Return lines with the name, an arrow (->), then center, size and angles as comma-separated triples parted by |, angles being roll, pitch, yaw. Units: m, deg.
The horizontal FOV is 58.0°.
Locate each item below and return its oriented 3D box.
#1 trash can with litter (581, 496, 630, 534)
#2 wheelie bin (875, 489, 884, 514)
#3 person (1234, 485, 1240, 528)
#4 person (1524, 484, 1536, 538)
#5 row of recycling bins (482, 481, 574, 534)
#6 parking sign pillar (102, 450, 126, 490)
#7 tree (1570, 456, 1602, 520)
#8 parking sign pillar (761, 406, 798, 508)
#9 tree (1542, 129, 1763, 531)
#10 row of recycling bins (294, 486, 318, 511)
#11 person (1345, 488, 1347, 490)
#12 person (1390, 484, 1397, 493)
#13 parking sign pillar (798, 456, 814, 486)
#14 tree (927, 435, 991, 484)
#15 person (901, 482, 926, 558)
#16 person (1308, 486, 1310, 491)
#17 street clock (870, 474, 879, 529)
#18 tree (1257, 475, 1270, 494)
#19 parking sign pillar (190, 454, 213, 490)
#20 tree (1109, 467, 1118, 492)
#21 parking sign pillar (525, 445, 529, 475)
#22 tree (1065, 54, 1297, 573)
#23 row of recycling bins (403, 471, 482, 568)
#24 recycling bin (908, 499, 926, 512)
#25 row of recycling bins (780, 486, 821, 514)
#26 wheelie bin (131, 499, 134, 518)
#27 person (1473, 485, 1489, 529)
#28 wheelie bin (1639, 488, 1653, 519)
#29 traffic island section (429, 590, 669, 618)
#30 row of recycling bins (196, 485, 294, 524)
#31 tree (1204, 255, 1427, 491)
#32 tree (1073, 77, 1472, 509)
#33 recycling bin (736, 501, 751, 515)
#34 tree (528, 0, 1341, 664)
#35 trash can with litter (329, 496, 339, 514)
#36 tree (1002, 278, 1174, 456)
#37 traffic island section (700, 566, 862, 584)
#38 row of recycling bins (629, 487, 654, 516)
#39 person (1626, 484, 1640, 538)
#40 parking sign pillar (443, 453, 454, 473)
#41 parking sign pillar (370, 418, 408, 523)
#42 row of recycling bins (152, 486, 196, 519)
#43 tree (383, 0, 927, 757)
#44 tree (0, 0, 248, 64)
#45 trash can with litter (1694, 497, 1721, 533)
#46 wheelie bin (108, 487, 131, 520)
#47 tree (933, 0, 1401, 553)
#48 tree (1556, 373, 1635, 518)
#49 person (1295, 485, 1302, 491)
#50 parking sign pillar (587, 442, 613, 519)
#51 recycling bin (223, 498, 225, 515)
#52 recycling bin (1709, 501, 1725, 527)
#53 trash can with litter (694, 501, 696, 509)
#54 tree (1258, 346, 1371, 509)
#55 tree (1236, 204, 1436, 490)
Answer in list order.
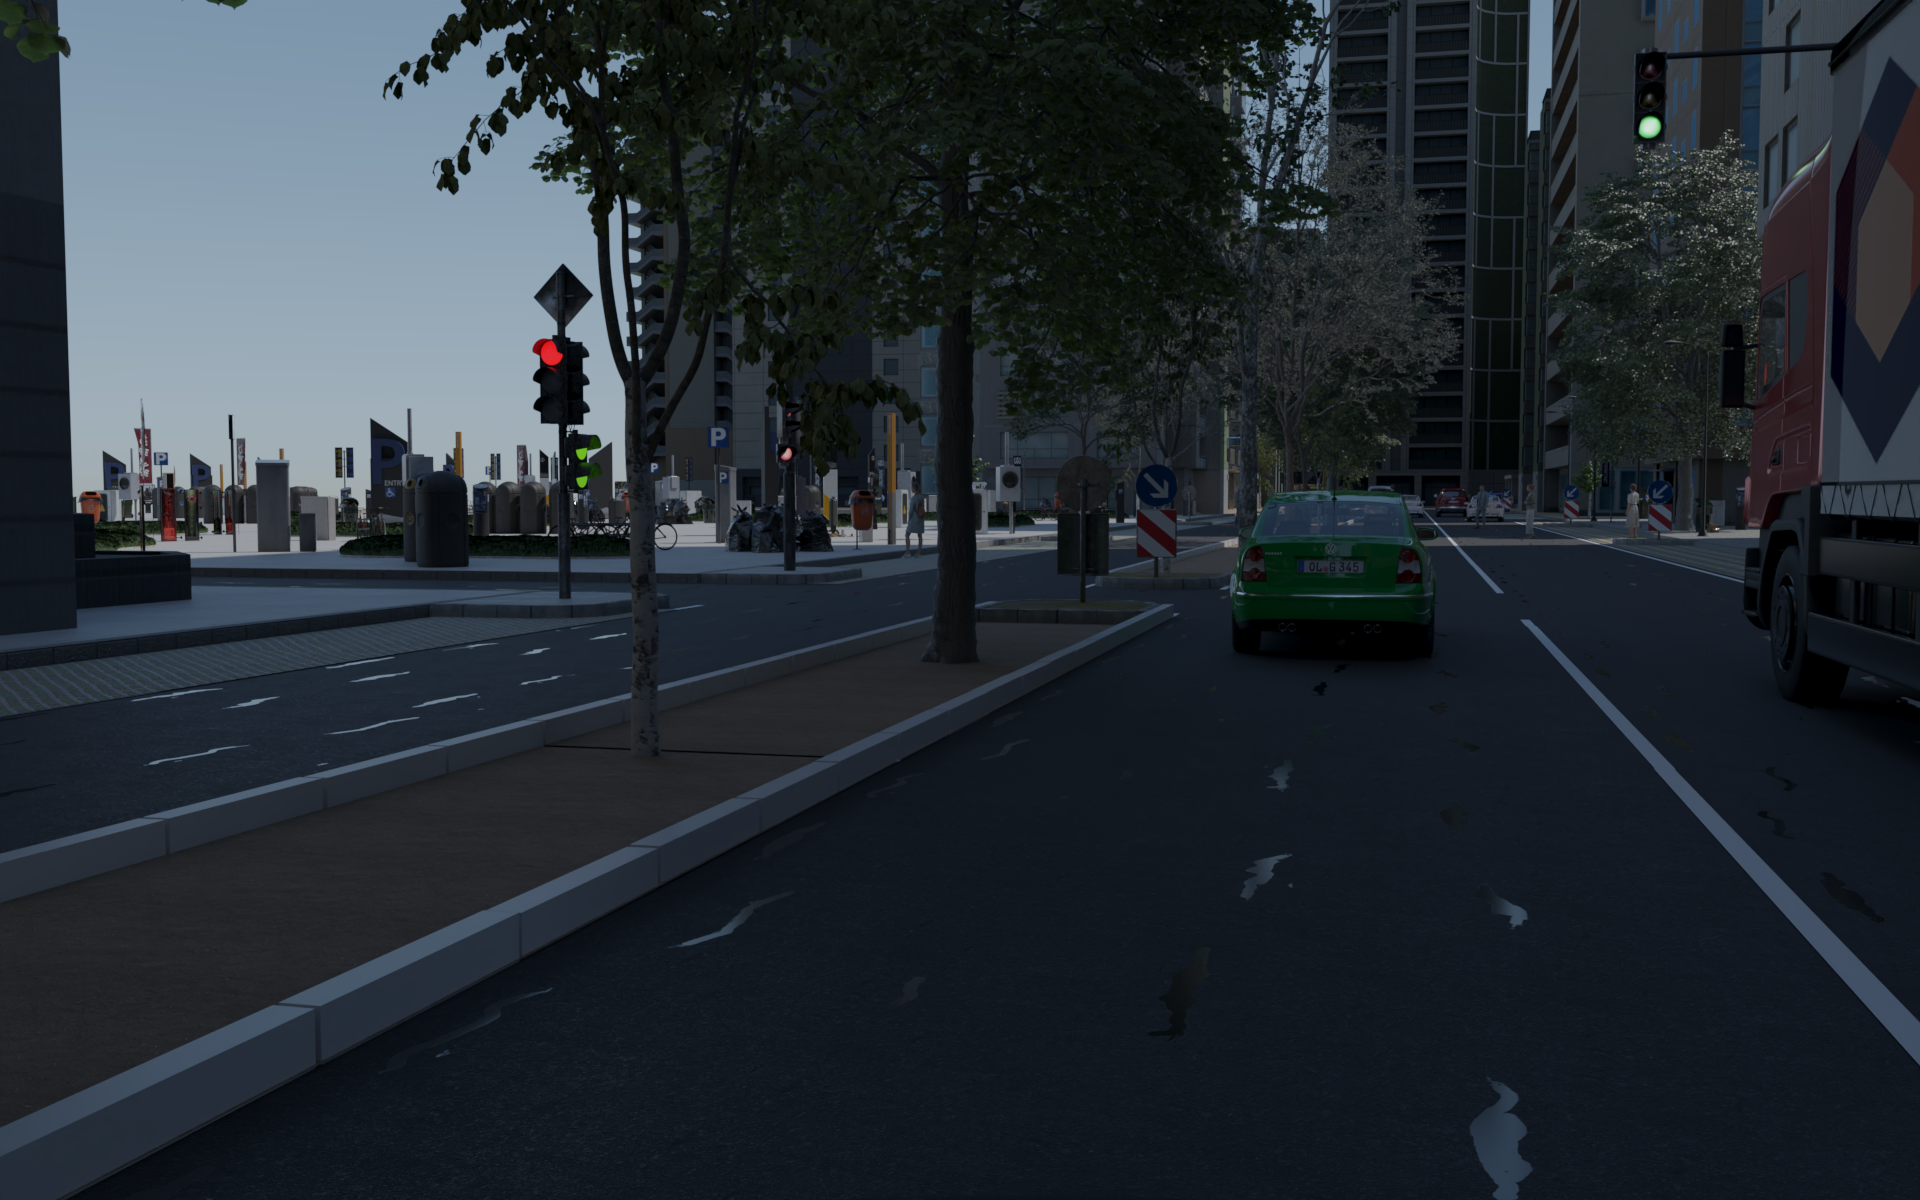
trash can with litter -> -10.792, -2.531, 52.441 | 2.233, 1.210, 1.678 | -1, 4, -23
wheelie bin -> -4.809, -5.563, 98.865 | 0.980, 1.594, 0.693 | 0, 4, -5
person -> 11.907, -3.970, 73.595 | 0.526, 1.800, 0.537 | 2, 4, 35
person -> 18.525, -2.895, 56.385 | 0.362, 1.759, 0.519 | 1, 4, 11
row of recycling bins -> -14.154, -2.995, 56.087 | 3.534, 1.692, 1.069 | 1, 4, 14
parking sign pillar -> -52.004, -7.227, 106.629 | 1.447, 3.967, 1.447 | -2, 4, -33
tree -> 31.686, -5.692, 87.668 | 1.663, 3.219, 1.824 | 0, 3, 0
parking sign pillar -> -5.921, -4.001, 53.888 | 1.447, 3.967, 1.447 | -1, 4, -11
tree -> 25.257, -9.394, 60.254 | 9.857, 13.997, 8.962 | 0, 3, 0
row of recycling bins -> -38.666, -5.780, 101.622 | 1.069, 1.692, 3.534 | 0, 3, 0
person -> 20.382, -5.071, 91.757 | 0.694, 1.780, 0.624 | 3, 4, 38
person -> 18.471, -4.032, 74.207 | 0.659, 1.850, 0.755 | -1, 4, -9
parking sign pillar -> -9.443, -7.276, 107.430 | 1.447, 3.967, 1.447 | -1, 4, -10
tree -> -0.210, -3.337, 49.168 | 1.663, 3.219, 1.824 | 0, 3, 0
person -> -0.979, -1.776, 38.549 | 0.522, 1.701, 0.512 | 3, 4, 36
person -> 14.721, -3.959, 73.498 | 0.678, 1.792, 0.850 | 2, 4, 27
street clock -> -3.106, -3.562, 62.802 | 0.358, 2.002, 0.471 | -1, 4, -19
tree -> 26.620, -9.780, 154.510 | 1.663, 3.219, 1.824 | 0, 3, 0
parking sign pillar -> -50.324, -7.733, 114.912 | 1.447, 3.967, 1.447 | -3, 4, -38
tree -> 8.653, -6.596, 102.448 | 1.663, 3.219, 1.824 | 0, 3, 0
parking sign pillar -> -23.932, -6.518, 95.039 | 1.447, 3.967, 1.447 | -1, 4, -18
tree -> 3.377, -4.601, 28.052 | 4.360, 8.622, 3.978 | 0, 3, 0
row of recycling bins -> -9.595, -1.509, 31.783 | 1.069, 1.692, 3.534 | -1, 4, -22
recycling bin -> -2.246, -4.802, 91.068 | 0.722, 1.027, 0.722 | 2, 4, 27
row of recycling bins -> -7.808, -4.763, 84.987 | 1.069, 1.692, 3.534 | -2, 4, -29
wheelie bin -> -44.451, -5.147, 92.063 | 0.693, 1.594, 0.980 | 2, 4, 24
person -> 21.591, -3.859, 71.692 | 0.391, 1.810, 0.635 | -3, 5, -41
wheelie bin -> 35.145, -4.953, 88.887 | 0.693, 1.594, 0.980 | -1, 4, -11
traffic island section -> -4.869, 0.061, 21.285 | 2.009, 0.180, 2.903 | 1, 4, 14
row of recycling bins -> -30.904, -4.150, 74.963 | 3.534, 1.692, 1.069 | -1, 4, -10
tree -> 12.842, -7.755, 63.665 | 8.767, 10.594, 7.601 | 1, 4, 14
tree -> 9.821, -8.466, 51.239 | 12.009, 13.543, 11.850 | 0, 3, 0
recycling bin -> -8.489, -3.306, 66.604 | 0.722, 1.027, 0.722 | -2, 4, -30
tree -> -0.053, -5.762, 14.799 | 7.486, 12.596, 7.792 | 0, 3, 0
trash can with litter -> -29.958, -4.312, 81.562 | 2.233, 1.210, 1.678 | -3, 4, -36
tree -> 5.132, -8.267, 69.575 | 7.601, 10.594, 8.767 | 1, 4, 12
traffic island section -> -2.869, -0.412, 29.016 | 2.009, 0.180, 2.903 | 1, 4, 14
row of recycling bins -> -18.130, -5.563, 98.066 | 1.069, 1.692, 3.534 | 2, 4, 28
person -> 21.328, -2.812, 55.045 | 0.480, 1.755, 0.524 | -2, 4, -24
parking sign pillar -> -33.297, -7.646, 113.489 | 1.447, 3.967, 1.447 | 2, 4, 35
parking sign pillar -> -20.101, -4.442, 61.095 | 1.447, 3.967, 1.447 | -1, 4, -14
row of recycling bins -> -41.016, -5.185, 91.879 | 1.069, 1.692, 3.534 | 3, 5, 43
tree -> -1.734, -3.433, 8.949 | 4.737, 8.622, 4.395 | 0, 3, 0
tree -> -3.308, -5.030, 2.831 | 7.486, 12.596, 7.792 | 0, 3, 0
trash can with litter -> 25.018, -2.841, 57.842 | 0.624, 1.170, 1.055 | -1, 4, -15
wheelie bin -> -39.355, -4.444, 80.570 | 0.693, 1.594, 0.980 | 2, 4, 28
tree -> 5.301, -11.003, 38.251 | 12.611, 20.169, 13.585 | 0, 3, 0
tree -> 33.751, -8.666, 92.044 | 4.360, 8.622, 3.978 | 0, 3, 0
person -> 13.260, -3.594, 67.451 | 0.709, 1.800, 0.728 | 2, 4, 30
parking sign pillar -> -18.541, -6.154, 89.097 | 1.447, 3.967, 1.447 | -3, 5, -39
recycling bin -> -44.723, -5.705, 105.827 | 0.722, 1.027, 0.722 | 3, 5, 42
recycling bin -> 29.247, -3.349, 67.307 | 0.722, 1.027, 0.722 | 1, 4, 8
trash can with litter -> -12.748, -4.415, 83.571 | 1.055, 1.170, 0.624 | 2, 4, 23
tree -> 14.539, -7.152, 69.749 | 4.737, 8.622, 4.395 | 0, 3, 0
tree -> 16.585, -10.281, 77.207 | 9.857, 13.997, 8.962 | 0, 3, 0
